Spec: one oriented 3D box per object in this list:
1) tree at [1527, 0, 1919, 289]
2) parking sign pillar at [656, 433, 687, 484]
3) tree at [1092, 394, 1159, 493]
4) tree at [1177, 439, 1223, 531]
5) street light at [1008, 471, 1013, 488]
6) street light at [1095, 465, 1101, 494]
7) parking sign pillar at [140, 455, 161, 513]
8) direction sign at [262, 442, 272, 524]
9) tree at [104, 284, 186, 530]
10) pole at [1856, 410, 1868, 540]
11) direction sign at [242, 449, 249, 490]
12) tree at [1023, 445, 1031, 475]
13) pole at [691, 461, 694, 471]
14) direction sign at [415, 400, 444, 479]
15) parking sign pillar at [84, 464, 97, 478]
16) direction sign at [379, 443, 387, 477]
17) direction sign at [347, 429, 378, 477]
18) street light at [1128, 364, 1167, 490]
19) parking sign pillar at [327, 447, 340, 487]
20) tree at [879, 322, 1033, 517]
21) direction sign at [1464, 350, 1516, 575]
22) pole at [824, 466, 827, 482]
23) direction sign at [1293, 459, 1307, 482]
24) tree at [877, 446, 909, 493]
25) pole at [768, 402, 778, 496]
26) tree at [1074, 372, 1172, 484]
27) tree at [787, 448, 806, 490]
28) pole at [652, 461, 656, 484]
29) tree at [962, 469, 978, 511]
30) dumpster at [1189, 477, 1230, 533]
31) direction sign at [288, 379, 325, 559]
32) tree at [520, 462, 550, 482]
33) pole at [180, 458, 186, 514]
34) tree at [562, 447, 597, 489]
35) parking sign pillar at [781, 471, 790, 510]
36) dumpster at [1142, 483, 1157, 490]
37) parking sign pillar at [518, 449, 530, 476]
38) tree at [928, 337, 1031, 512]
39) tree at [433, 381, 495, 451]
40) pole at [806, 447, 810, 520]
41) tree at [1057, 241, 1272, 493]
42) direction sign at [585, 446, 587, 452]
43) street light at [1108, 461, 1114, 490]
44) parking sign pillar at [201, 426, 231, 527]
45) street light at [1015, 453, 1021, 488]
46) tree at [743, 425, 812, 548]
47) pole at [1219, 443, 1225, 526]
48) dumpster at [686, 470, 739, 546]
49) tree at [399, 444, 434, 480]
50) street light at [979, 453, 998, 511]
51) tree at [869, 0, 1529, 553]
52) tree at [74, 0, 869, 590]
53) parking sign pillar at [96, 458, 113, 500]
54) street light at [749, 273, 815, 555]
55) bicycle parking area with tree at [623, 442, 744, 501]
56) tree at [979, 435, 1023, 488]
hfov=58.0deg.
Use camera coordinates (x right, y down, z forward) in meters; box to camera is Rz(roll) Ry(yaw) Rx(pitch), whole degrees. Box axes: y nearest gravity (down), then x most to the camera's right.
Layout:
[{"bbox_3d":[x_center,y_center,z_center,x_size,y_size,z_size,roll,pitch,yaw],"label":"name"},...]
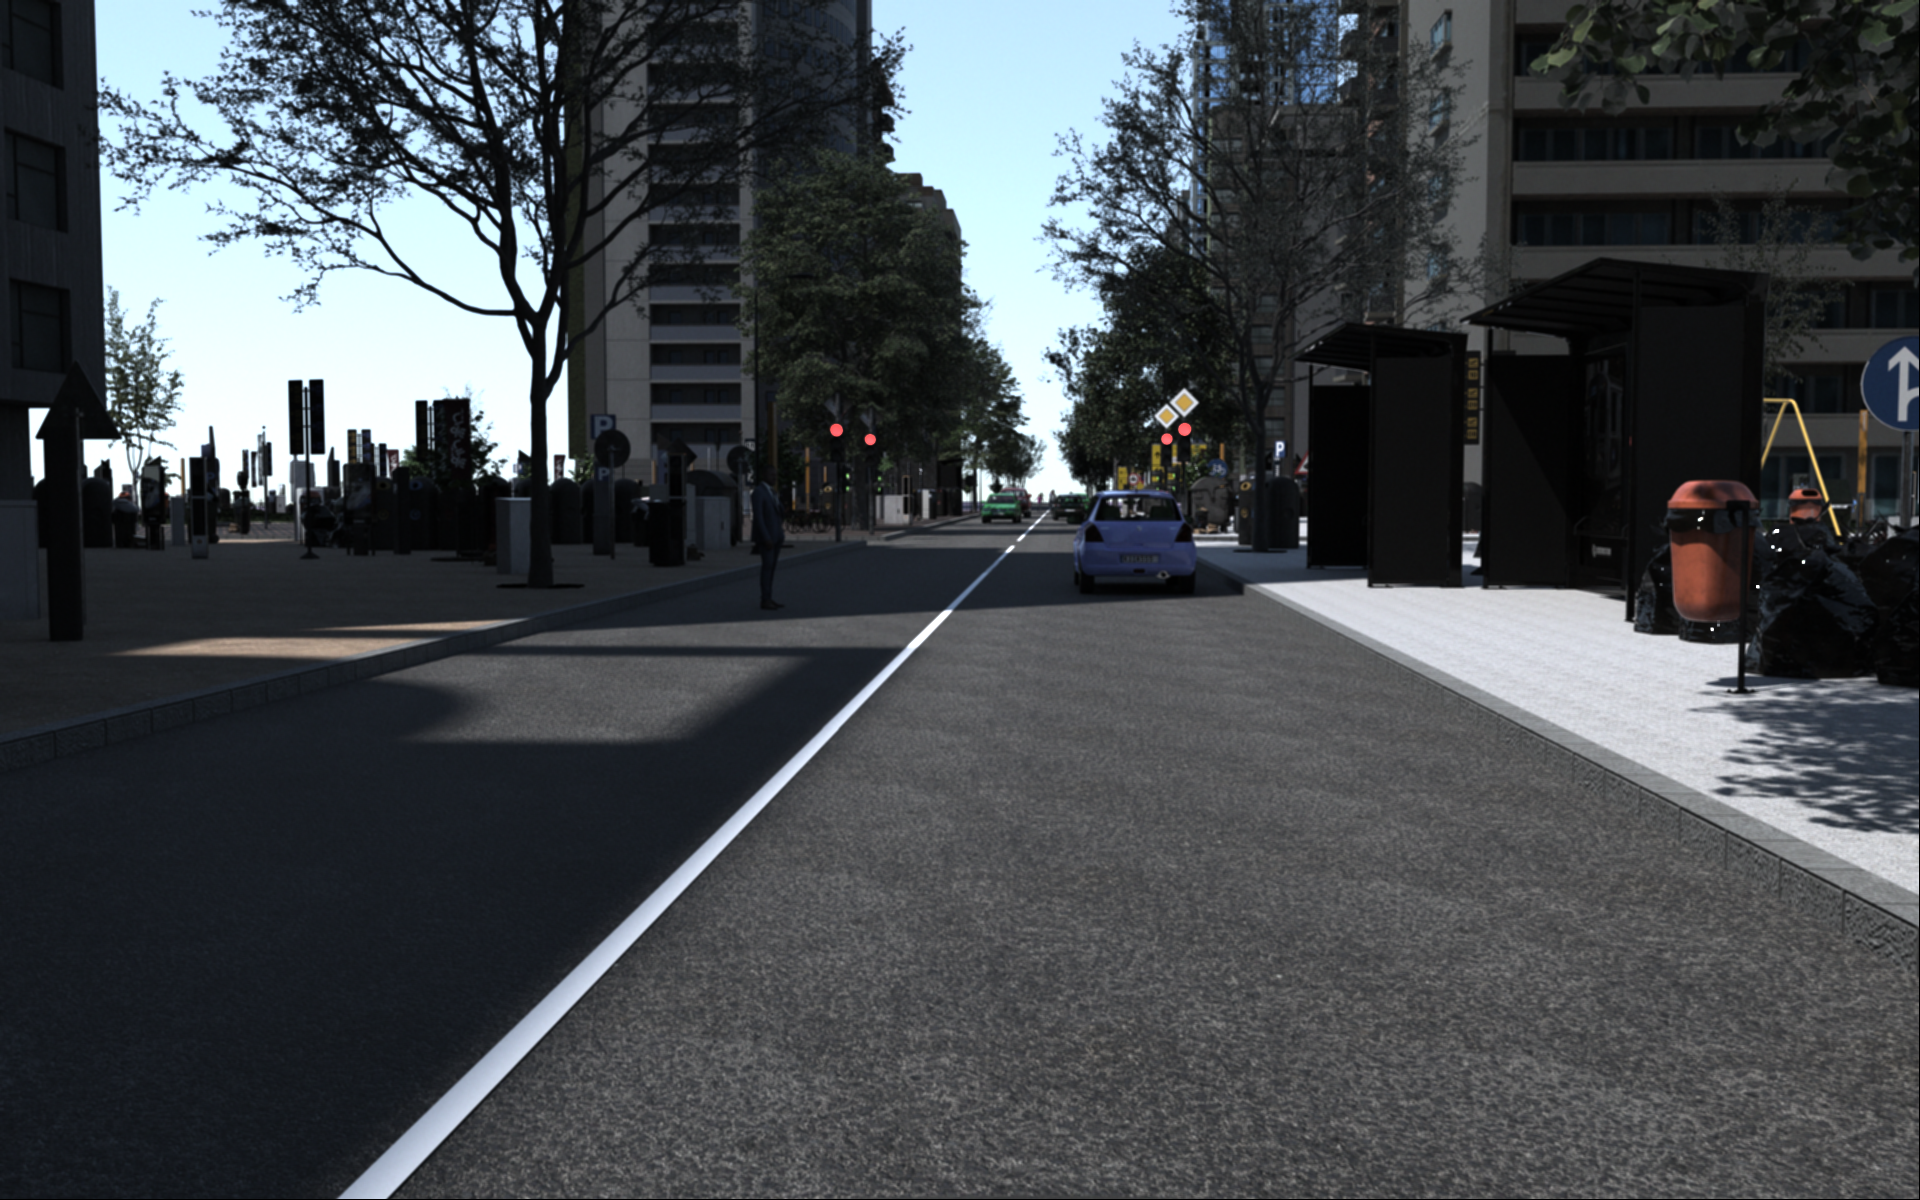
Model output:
[{"bbox_3d":[4.927,-6.062,5.764,9.857,13.997,8.962,0,3,0],"label":"tree"},{"bbox_3d":[-12.721,-5.381,76.456,1.447,3.967,1.447,0,4,2],"label":"parking sign pillar"},{"bbox_3d":[11.734,-9.996,113.789,4.360,8.622,3.978,0,3,0],"label":"tree"},{"bbox_3d":[8.490,-4.073,61.203,1.663,3.219,1.824,0,3,0],"label":"tree"},{"bbox_3d":[4.057,-11.715,164.087,1.470,5.913,1.316,0,4,3],"label":"street light"},{"bbox_3d":[11.450,-10.221,139.651,1.470,5.913,1.316,0,4,3],"label":"street light"},{"bbox_3d":[-56.041,-8.044,119.991,1.447,3.967,1.447,3,5,45],"label":"parking sign pillar"},{"bbox_3d":[-30.033,-5.076,74.989,0.379,3.537,0.876,1,4,11],"label":"direction sign"},{"bbox_3d":[-28.981,-6.743,60.607,4.737,8.622,4.395,0,3,0],"label":"tree"},{"bbox_3d":[21.873,-2.946,42.009,0.158,3.312,0.155,0,3,0],"label":"pole"},{"bbox_3d":[-36.203,-5.862,87.833,0.379,3.537,0.876,-3,5,-40],"label":"direction sign"},{"bbox_3d":[6.151,-15.550,204.604,4.737,8.622,4.395,0,3,0],"label":"tree"},{"bbox_3d":[-15.501,-6.520,100.452,0.158,3.312,0.155,0,3,0],"label":"pole"},{"bbox_3d":[-12.737,-3.043,41.755,0.876,3.537,0.379,1,4,22],"label":"direction sign"},{"bbox_3d":[-57.201,-7.562,112.107,1.447,3.967,1.447,0,4,3],"label":"parking sign pillar"},{"bbox_3d":[-25.894,-5.197,76.974,0.876,3.537,0.379,-3,4,-36],"label":"direction sign"},{"bbox_3d":[-20.940,-4.187,60.454,0.876,3.537,0.379,1,4,10],"label":"direction sign"},{"bbox_3d":[6.832,-5.479,62.126,1.470,5.913,1.316,0,4,3],"label":"street light"},{"bbox_3d":[-35.805,-6.759,98.989,1.447,3.967,1.447,-2,4,-31],"label":"parking sign pillar"},{"bbox_3d":[-1.611,-10.606,99.166,9.928,11.665,9.643,0,3,0],"label":"tree"},{"bbox_3d":[8.305,-2.166,27.405,0.876,3.537,0.379,1,4,10],"label":"direction sign"},{"bbox_3d":[-9.889,-8.177,127.539,0.158,3.312,0.155,0,3,0],"label":"pole"},{"bbox_3d":[21.972,-7.343,112.050,0.876,3.537,0.379,1,4,13],"label":"direction sign"},{"bbox_3d":[-4.092,-8.048,115.297,4.285,4.588,4.351,0,3,0],"label":"tree"},{"bbox_3d":[-4.142,-2.721,38.325,0.158,3.312,0.155,0,3,0],"label":"pole"},{"bbox_3d":[11.827,-11.457,121.729,8.767,10.594,7.601,-1,4,-16],"label":"tree"},{"bbox_3d":[-12.173,-8.380,120.724,4.285,4.588,4.351,0,3,0],"label":"tree"},{"bbox_3d":[-18.864,-6.911,106.838,0.158,3.312,0.155,0,3,0],"label":"pole"},{"bbox_3d":[0.690,-8.538,134.196,1.663,3.219,1.824,0,3,0],"label":"tree"},{"bbox_3d":[8.384,-3.199,58.054,1.264,1.857,1.865,0,4,3],"label":"dumpster"},{"bbox_3d":[-12.925,-2.589,34.322,0.876,3.537,0.379,1,4,23],"label":"direction sign"},{"bbox_3d":[-22.338,-5.888,90.873,1.663,3.219,1.824,0,3,0],"label":"tree"},{"bbox_3d":[-43.831,-6.354,97.729,0.158,3.312,0.155,0,3,0],"label":"pole"},{"bbox_3d":[-15.324,-4.696,71.377,1.663,3.219,1.824,0,3,0],"label":"tree"},{"bbox_3d":[-9.186,-6.014,86.800,1.447,3.967,1.447,-3,4,-36],"label":"parking sign pillar"},{"bbox_3d":[9.666,-4.909,86.021,1.264,1.857,1.865,0,4,3],"label":"dumpster"},{"bbox_3d":[-25.906,-7.093,104.439,1.447,3.967,1.447,-2,4,-31],"label":"parking sign pillar"},{"bbox_3d":[1.489,-12.698,125.731,7.486,12.596,7.792,0,3,0],"label":"tree"},{"bbox_3d":[-32.414,-9.927,112.664,4.360,8.622,3.978,0,3,0],"label":"tree"},{"bbox_3d":[-6.160,-4.662,70.070,0.158,3.312,0.155,0,3,0],"label":"pole"},{"bbox_3d":[9.040,-9.766,76.682,9.611,12.733,9.660,0,3,0],"label":"tree"},{"bbox_3d":[-17.646,-5.495,81.833,0.379,3.537,0.876,0,4,-6],"label":"direction sign"},{"bbox_3d":[8.806,-7.547,95.935,1.470,5.913,1.316,0,4,3],"label":"street light"},{"bbox_3d":[-29.353,-4.847,67.727,1.447,3.967,1.447,-2,4,-26],"label":"parking sign pillar"},{"bbox_3d":[6.016,-13.711,196.710,1.470,5.913,1.316,0,4,3],"label":"street light"},{"bbox_3d":[-4.383,-2.878,41.654,1.663,3.219,1.824,0,3,0],"label":"tree"},{"bbox_3d":[10.578,-4.649,69.862,0.158,3.312,0.155,0,3,0],"label":"pole"},{"bbox_3d":[-6.143,-2.217,42.012,1.264,1.857,1.865,0,4,3],"label":"dumpster"},{"bbox_3d":[-31.896,-7.306,103.170,4.285,4.588,4.351,0,3,0],"label":"tree"},{"bbox_3d":[2.112,-9.715,131.381,1.470,5.913,1.316,0,4,3],"label":"street light"},{"bbox_3d":[6.523,-7.781,37.597,12.009,13.543,11.850,0,3,0],"label":"tree"},{"bbox_3d":[-5.735,-6.918,23.473,12.009,13.543,11.850,0,3,0],"label":"tree"},{"bbox_3d":[-64.978,-8.741,131.393,1.447,3.967,1.447,1,4,11],"label":"parking sign pillar"},{"bbox_3d":[-3.752,-3.915,36.552,1.470,5.913,1.316,0,4,3],"label":"street light"},{"bbox_3d":[-16.051,-6.653,95.783,8.231,4.147,9.016,1,4,10],"label":"bicycle parking area with tree"},{"bbox_3d":[3.979,-14.706,190.797,4.737,8.622,4.395,0,3,0],"label":"tree"}]
